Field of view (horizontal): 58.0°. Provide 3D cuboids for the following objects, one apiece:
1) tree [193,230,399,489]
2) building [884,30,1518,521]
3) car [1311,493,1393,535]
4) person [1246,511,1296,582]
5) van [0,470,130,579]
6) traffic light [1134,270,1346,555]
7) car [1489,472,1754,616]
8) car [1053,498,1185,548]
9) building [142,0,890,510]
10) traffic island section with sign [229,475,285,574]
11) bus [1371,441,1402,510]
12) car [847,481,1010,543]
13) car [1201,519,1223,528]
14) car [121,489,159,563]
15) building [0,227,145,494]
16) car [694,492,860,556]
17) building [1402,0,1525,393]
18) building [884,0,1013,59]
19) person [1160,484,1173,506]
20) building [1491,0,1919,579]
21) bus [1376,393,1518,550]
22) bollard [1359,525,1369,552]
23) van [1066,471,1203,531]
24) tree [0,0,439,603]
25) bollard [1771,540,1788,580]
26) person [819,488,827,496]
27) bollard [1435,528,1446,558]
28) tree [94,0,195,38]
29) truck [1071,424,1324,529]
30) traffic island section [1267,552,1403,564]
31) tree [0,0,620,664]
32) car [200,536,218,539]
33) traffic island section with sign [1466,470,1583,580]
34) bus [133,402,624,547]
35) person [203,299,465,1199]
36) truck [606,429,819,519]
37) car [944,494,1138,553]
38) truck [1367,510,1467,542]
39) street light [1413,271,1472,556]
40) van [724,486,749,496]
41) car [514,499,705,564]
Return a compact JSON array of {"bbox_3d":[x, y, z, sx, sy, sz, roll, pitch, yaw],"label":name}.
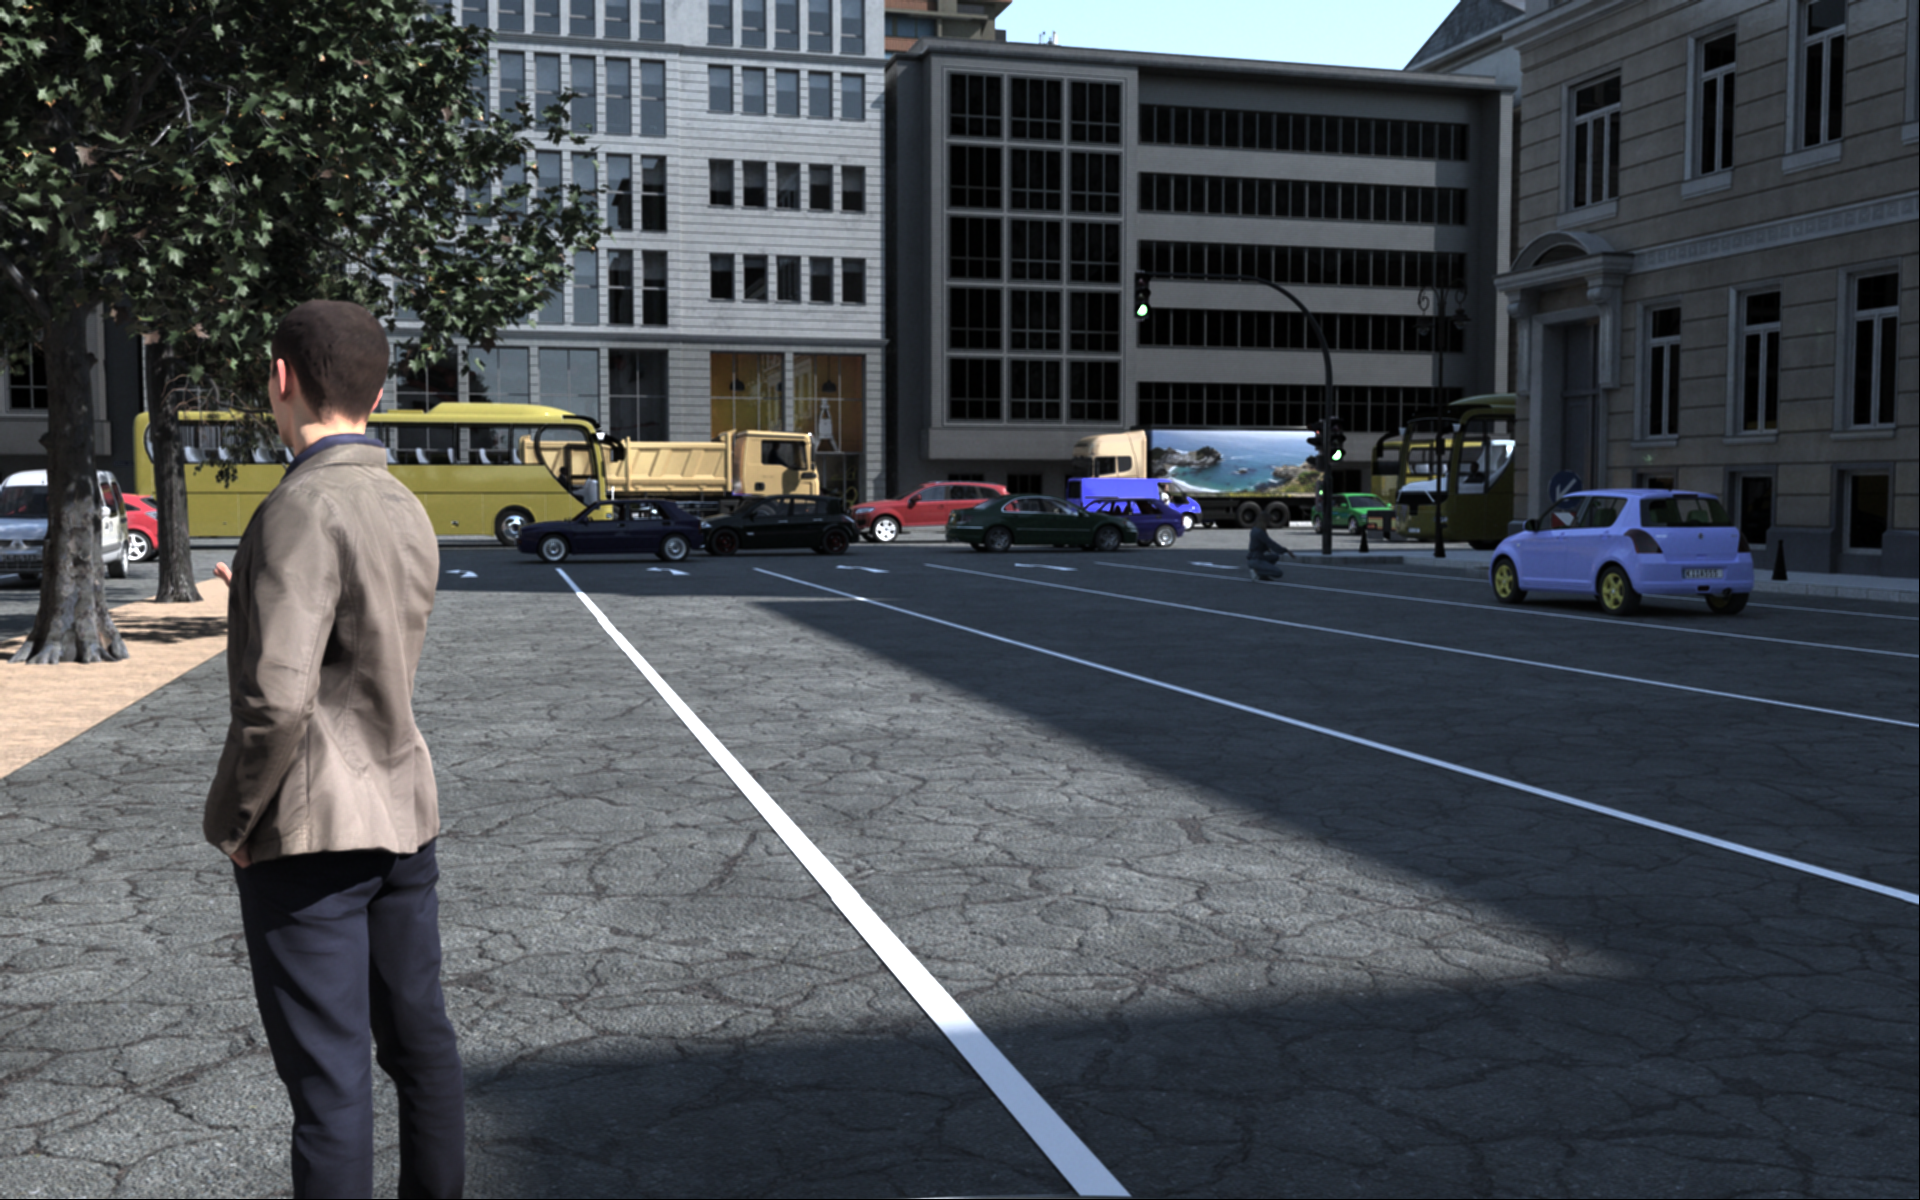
[{"bbox_3d":[-11.037,-4.637,28.640,4.360,8.622,3.978,0,3,0],"label":"tree"},{"bbox_3d":[10.263,-16.200,83.944,30.058,24.678,14.314,-1,4,-15],"label":"building"},{"bbox_3d":[14.101,-3.221,61.460,1.959,1.807,4.718,-1,4,-14],"label":"car"},{"bbox_3d":[5.081,-0.891,28.563,0.738,1.151,1.012,0,4,1],"label":"person"},{"bbox_3d":[-14.702,-1.285,28.019,2.013,2.044,4.112,-1,4,-14],"label":"van"},{"bbox_3d":[5.754,-3.749,35.963,4.771,5.953,1.251,-1,4,-15],"label":"traffic light"},{"bbox_3d":[8.166,-0.743,21.744,1.945,1.707,3.694,-1,4,-14],"label":"car"},{"bbox_3d":[4.037,-2.098,46.877,3.894,1.354,1.945,-1,4,-16],"label":"car"},{"bbox_3d":[-18.834,-18.230,75.553,29.804,29.767,11.434,-1,4,-15],"label":"building"},{"bbox_3d":[-12.157,-1.438,31.655,2.006,1.907,1.989,-1,4,-15],"label":"traffic island section with sign"},{"bbox_3d":[23.284,-4.948,72.444,12.252,3.916,2.896,-1,4,-16],"label":"bus"},{"bbox_3d":[-0.797,-2.624,51.572,5.304,1.827,2.281,-1,4,-14],"label":"car"},{"bbox_3d":[9.741,-3.948,74.149,3.694,1.707,1.945,-1,4,-17],"label":"car"},{"bbox_3d":[-18.823,-1.672,36.382,4.494,1.783,2.155,-1,4,-17],"label":"car"},{"bbox_3d":[-45.277,-16.907,69.943,24.014,27.812,14.314,-1,4,-15],"label":"building"},{"bbox_3d":[-4.454,-1.900,40.859,4.222,1.686,2.009,-1,4,-17],"label":"car"},{"bbox_3d":[36.033,-18.582,91.206,23.554,28.519,14.401,-1,4,-15],"label":"building"},{"bbox_3d":[-8.533,-30.283,149.746,22.147,44.769,28.867,-1,4,-15],"label":"building"},{"bbox_3d":[6.535,-2.787,54.645,0.524,1.755,0.480,2,4,29],"label":"person"},{"bbox_3d":[20.130,-14.812,28.086,13.634,28.700,20.117,-1,4,-15],"label":"building"},{"bbox_3d":[16.609,-3.167,43.335,12.252,3.916,2.896,-1,4,-16],"label":"bus"},{"bbox_3d":[8.898,-1.351,38.135,0.229,0.601,0.229,0,3,0],"label":"bollard"},{"bbox_3d":[6.751,-3.814,66.742,5.245,2.365,2.240,-1,4,-16],"label":"van"},{"bbox_3d":[-10.450,-5.995,22.532,6.751,12.117,7.091,0,3,0],"label":"tree"},{"bbox_3d":[12.225,-0.598,25.817,0.229,0.601,0.229,0,3,0],"label":"bollard"},{"bbox_3d":[-3.477,-2.039,43.798,0.435,1.587,0.963,0,4,6],"label":"person"},{"bbox_3d":[9.724,-1.163,35.050,0.229,0.601,0.229,0,3,0],"label":"bollard"},{"bbox_3d":[-5.472,-4.250,6.357,8.767,10.594,7.601,-1,4,-15],"label":"tree"},{"bbox_3d":[9.527,-5.036,71.260,11.283,4.237,2.839,-1,4,-15],"label":"truck"},{"bbox_3d":[7.793,-0.886,36.769,2.009,0.180,2.903,-1,4,-15],"label":"traffic island section"},{"bbox_3d":[-7.674,-5.825,14.700,9.611,12.733,9.660,0,3,0],"label":"tree"},{"bbox_3d":[-23.190,-2.937,56.823,4.718,1.807,1.959,-1,4,-15],"label":"car"},{"bbox_3d":[9.749,-1.274,29.459,1.989,1.847,2.006,-1,4,-15],"label":"traffic island section with sign"},{"bbox_3d":[-15.352,-3.369,46.632,12.252,3.916,2.896,-1,4,-15],"label":"bus"},{"bbox_3d":[-1.205,0.368,3.020,0.750,1.759,0.617,2,4,26],"label":"person"},{"bbox_3d":[-8.361,-3.474,52.721,9.791,3.379,3.469,-1,4,-14],"label":"truck"},{"bbox_3d":[2.069,-1.927,43.308,4.920,1.459,2.131,-1,4,-13],"label":"car"},{"bbox_3d":[21.689,-3.929,54.006,18.799,4.110,2.967,-1,4,-16],"label":"truck"},{"bbox_3d":[9.978,-3.866,36.003,0.468,5.910,1.993,-1,4,-15],"label":"street light"},{"bbox_3d":[-8.417,-3.887,67.944,5.245,2.365,2.240,-1,4,-15],"label":"van"},{"bbox_3d":[-7.446,-1.477,36.729,3.894,1.354,1.945,-1,4,-16],"label":"car"}]
